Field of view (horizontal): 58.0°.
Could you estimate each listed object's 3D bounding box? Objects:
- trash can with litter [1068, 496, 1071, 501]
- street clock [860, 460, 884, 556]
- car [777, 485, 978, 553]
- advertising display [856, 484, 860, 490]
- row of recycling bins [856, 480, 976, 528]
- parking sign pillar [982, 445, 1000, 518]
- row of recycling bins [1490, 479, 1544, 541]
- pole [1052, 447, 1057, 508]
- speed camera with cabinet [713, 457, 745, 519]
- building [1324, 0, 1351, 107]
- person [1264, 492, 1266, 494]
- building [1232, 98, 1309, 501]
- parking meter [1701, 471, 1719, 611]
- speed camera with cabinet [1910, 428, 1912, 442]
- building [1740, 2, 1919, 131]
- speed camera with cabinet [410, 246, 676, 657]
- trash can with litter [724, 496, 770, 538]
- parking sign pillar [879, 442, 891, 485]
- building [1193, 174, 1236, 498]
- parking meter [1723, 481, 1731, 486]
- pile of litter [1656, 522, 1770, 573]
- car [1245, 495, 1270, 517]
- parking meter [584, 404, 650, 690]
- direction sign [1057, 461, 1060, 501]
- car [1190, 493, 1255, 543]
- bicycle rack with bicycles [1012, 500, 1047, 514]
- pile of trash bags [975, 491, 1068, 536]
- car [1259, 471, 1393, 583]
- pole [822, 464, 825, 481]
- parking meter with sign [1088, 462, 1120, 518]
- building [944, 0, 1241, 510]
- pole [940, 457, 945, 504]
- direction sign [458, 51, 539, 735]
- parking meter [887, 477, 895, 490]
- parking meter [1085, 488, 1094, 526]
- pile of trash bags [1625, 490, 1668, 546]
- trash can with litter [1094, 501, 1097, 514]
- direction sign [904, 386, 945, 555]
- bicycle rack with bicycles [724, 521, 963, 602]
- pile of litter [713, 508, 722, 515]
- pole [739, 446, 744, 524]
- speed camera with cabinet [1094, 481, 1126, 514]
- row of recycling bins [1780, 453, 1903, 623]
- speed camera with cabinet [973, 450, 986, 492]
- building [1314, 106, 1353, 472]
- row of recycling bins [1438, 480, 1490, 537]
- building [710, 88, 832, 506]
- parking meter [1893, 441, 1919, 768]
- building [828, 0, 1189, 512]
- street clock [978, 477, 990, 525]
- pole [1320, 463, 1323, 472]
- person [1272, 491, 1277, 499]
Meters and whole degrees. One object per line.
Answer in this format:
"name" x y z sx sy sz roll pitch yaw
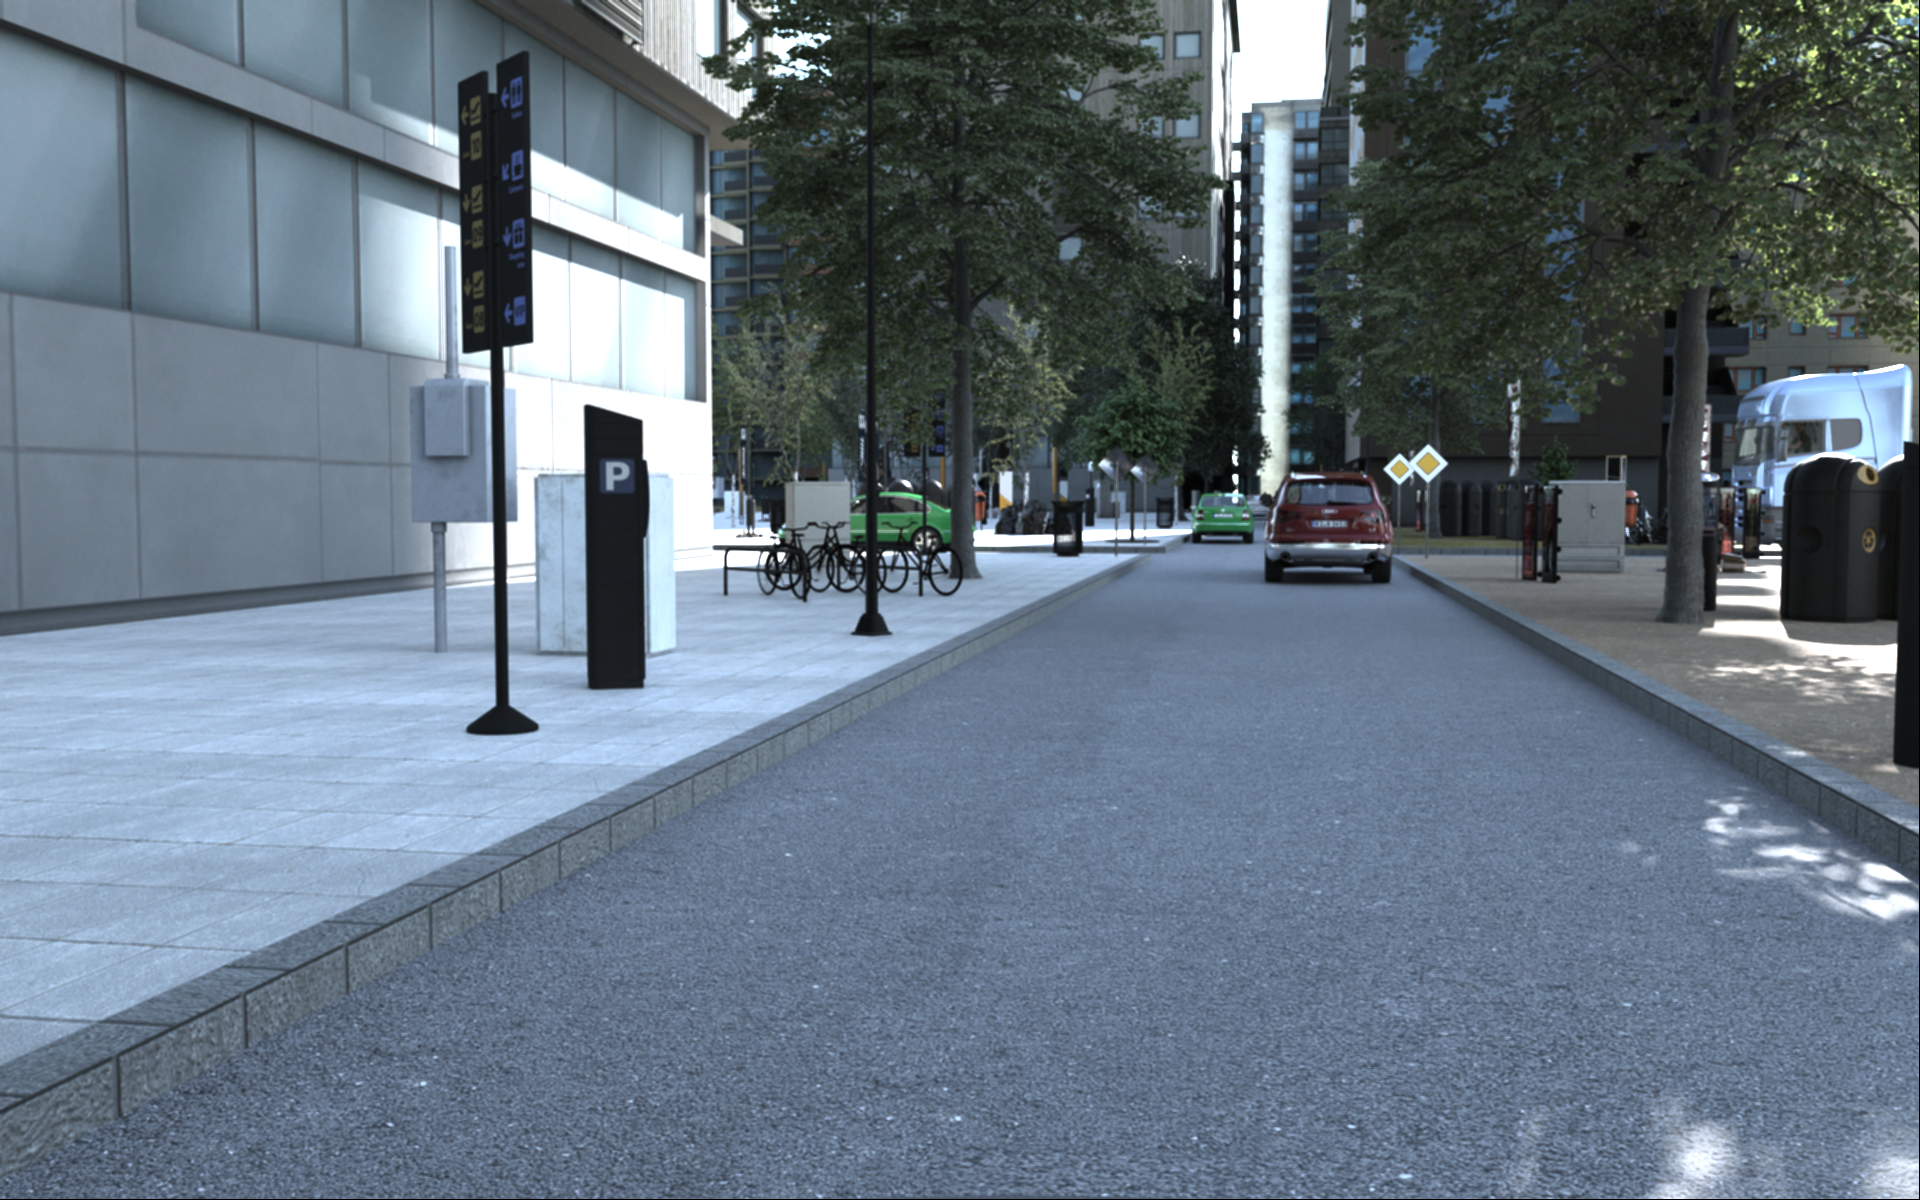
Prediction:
"trash can with litter" 7.060 -6.601 119.306 1.055 1.170 0.624 -2 4 -33
"street clock" -1.814 -1.917 35.918 0.471 2.002 0.358 -1 4 -11
"car" -1.956 -1.957 40.788 4.718 1.807 1.959 1 4 10
"advertising display" -6.463 -6.784 116.125 0.974 1.923 0.123 0 4 8
"row of recycling bins" -1.289 -2.686 51.033 3.534 1.692 1.069 -1 4 -9
"parking sign pillar" 1.636 -6.317 91.761 1.447 3.967 1.447 -2 4 -33
"row of recycling bins" 15.891 -2.558 48.944 1.069 1.692 3.534 1 4 8
"pole" 4.121 -4.988 75.400 0.158 3.312 0.155 0 3 0
"speed camera with cabinet" -12.281 -5.922 91.161 2.038 3.252 0.660 2 4 30
"building" 42.027 -32.040 147.563 21.300 48.544 21.600 1 4 10
"person" 29.875 -9.748 169.348 0.415 1.643 0.593 -3 5 -44
"building" 47.796 -36.008 208.336 30.456 49.044 23.786 1 4 10
"parking meter" 8.171 -0.656 19.139 0.372 1.533 0.369 0 3 0
"speed camera with cabinet" 29.033 -3.508 51.699 0.660 3.252 2.038 -1 4 -17
"building" 82.613 -33.685 170.356 30.456 49.044 23.786 1 4 10
"speed camera with cabinet" -3.359 -1.200 13.964 2.038 3.252 0.660 1 4 12
"trash can with litter" -6.370 -2.441 50.969 1.678 1.210 2.233 1 4 9
"parking sign pillar" -4.262 -6.249 90.642 1.447 3.967 1.447 1 4 23
"building" 17.154 -23.390 154.121 14.160 30.474 14.107 1 4 10
"parking meter" 33.296 -4.244 75.108 0.399 1.863 0.255 -2 4 -33
"pile of litter" 12.423 -0.890 28.512 1.719 0.858 1.176 2 4 30
"car" 16.918 -5.273 98.578 2.083 1.381 4.827 1 4 12
"parking meter" -2.267 -0.352 11.467 0.399 1.863 0.255 -1 4 -18
"direction sign" 6.468 -7.482 114.325 0.379 3.537 0.876 -2 4 -30
"car" 7.847 -2.627 51.746 1.959 1.807 4.718 1 4 8
"bicycle rack with bicycles" 3.871 -6.007 111.599 2.852 0.926 2.925 -2 4 -29
"pile of trash bags" 1.732 -2.736 54.485 3.447 1.369 1.912 -2 4 -32
"car" 6.266 -1.284 29.659 2.281 1.827 5.304 1 4 11
"pole" -8.540 -7.012 108.485 0.158 3.312 0.155 0 3 0
"parking meter with sign" 7.616 -5.824 91.482 1.738 3.016 0.543 -2 4 -29
"building" 14.808 -36.139 180.118 27.495 52.752 28.713 1 4 10
"pole" -0.744 -4.941 74.629 0.158 3.312 0.155 0 3 0
"direction sign" -2.481 -1.058 9.293 0.379 3.537 0.876 -3 4 -38
"parking meter" -2.458 -3.369 60.801 0.255 1.863 0.399 -2 4 -29
"parking meter" 5.150 -3.694 68.814 0.372 1.533 0.369 0 3 0
"pile of trash bags" 17.617 -2.122 44.451 1.912 1.369 3.447 3 4 38
"trash can with litter" 8.260 -5.702 104.609 1.055 1.170 0.624 1 4 11
"direction sign" -0.742 -2.706 36.235 0.876 3.537 0.379 1 4 12
"bicycle rack with bicycles" -1.731 -0.529 22.037 2.852 0.926 2.925 -3 4 -39
"pile of litter" -16.775 -6.364 118.022 1.176 0.858 1.719 2 4 33
"pole" -9.252 -4.856 73.242 0.158 3.312 0.155 0 3 0
"speed camera with cabinet" 9.827 -7.291 113.549 2.038 3.252 0.660 -1 4 -13
"row of recycling bins" 10.185 -0.647 17.698 3.534 1.692 1.069 0 4 -2
"speed camera with cabinet" 0.422 -5.106 77.818 0.660 3.252 2.038 -2 4 -31
"building" 34.132 -22.002 131.432 14.160 30.474 14.107 1 4 10
"row of recycling bins" 15.892 -2.828 53.345 3.534 1.692 1.069 -3 4 -37
"building" -12.307 -32.669 188.754 28.867 44.769 22.147 1 4 10
"parking meter" 4.630 0.016 8.157 0.372 1.533 0.369 0 3 0
"building" 6.324 -33.269 133.188 28.713 52.752 27.495 1 4 10
"street clock" 1.005 -4.177 72.869 0.471 2.002 0.358 2 4 33
"pole" 23.905 -7.377 114.462 0.158 3.312 0.155 0 3 0
"person" 32.038 -10.178 175.645 0.721 1.736 1.217 -1 4 -22
